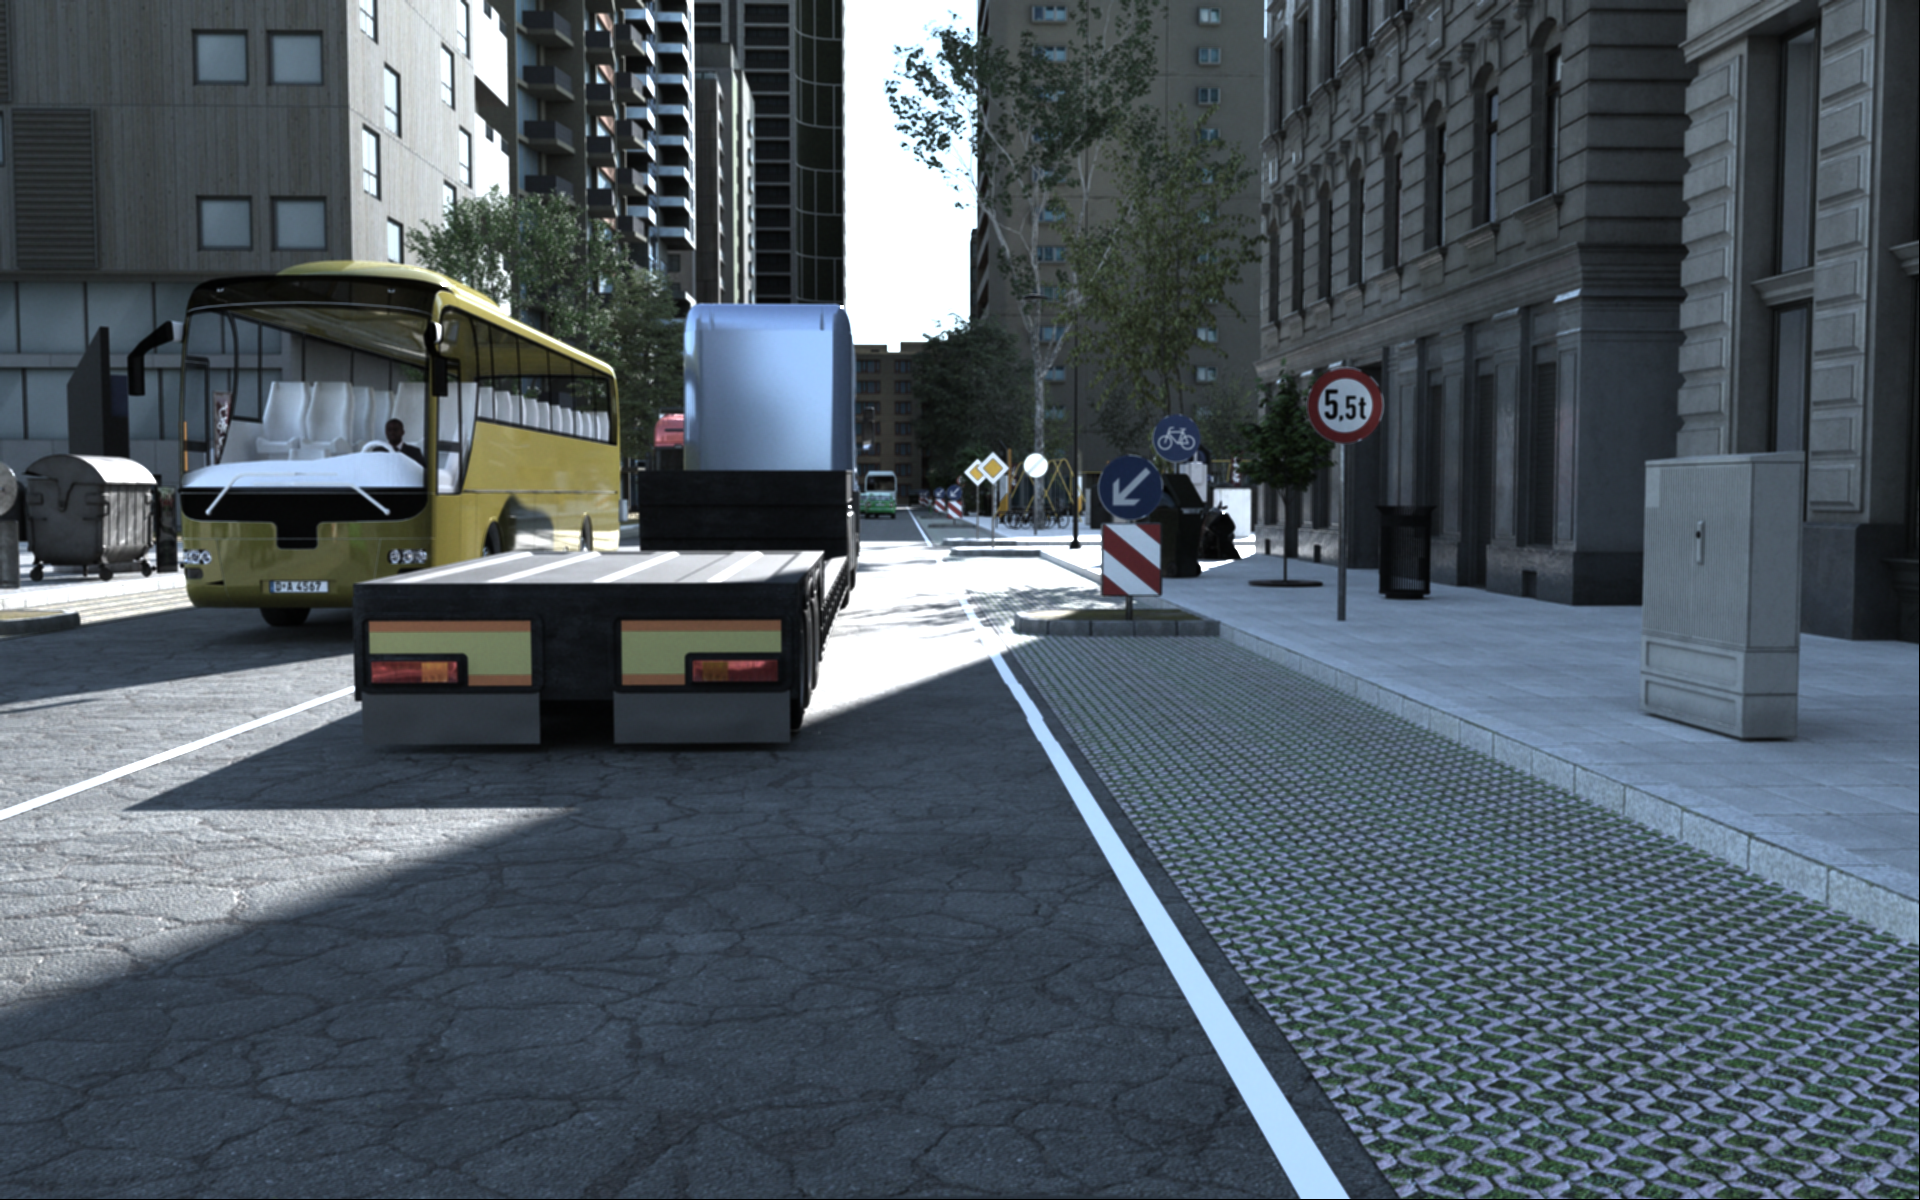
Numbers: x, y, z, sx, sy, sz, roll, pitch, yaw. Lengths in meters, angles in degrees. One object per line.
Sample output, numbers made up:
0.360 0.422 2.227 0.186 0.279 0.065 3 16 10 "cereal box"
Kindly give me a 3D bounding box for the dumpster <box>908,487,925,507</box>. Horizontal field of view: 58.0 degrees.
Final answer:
-4.926 -11.815 198.124 1.985 2.255 1.502 0 4 -3 "dumpster"

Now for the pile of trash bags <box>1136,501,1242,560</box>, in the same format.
4.476 -1.556 35.196 1.912 1.369 3.447 0 4 -5 "pile of trash bags"

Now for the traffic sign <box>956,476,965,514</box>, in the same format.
0.158 -6.767 110.743 0.768 2.556 0.104 0 4 7 "traffic sign"

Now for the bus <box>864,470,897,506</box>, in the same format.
-6.685 -9.241 145.952 2.948 3.499 13.247 0 4 -3 "bus"

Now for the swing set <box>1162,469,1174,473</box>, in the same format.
14.086 -6.827 109.238 3.119 2.851 2.862 2 4 34 "swing set"

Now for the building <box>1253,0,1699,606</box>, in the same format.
11.396 -10.957 28.302 9.793 20.994 18.267 0 4 -2 "building"

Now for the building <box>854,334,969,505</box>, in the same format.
0.314 -23.197 224.318 28.899 21.520 27.650 0 4 -2 "building"

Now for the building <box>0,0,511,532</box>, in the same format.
-34.040 -29.340 68.952 28.713 52.752 27.495 0 4 -2 "building"

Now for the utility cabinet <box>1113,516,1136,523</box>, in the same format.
3.124 -1.487 32.987 0.318 1.500 1.173 1 4 12 "utility cabinet"

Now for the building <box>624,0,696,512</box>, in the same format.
-31.781 -50.421 137.053 22.319 86.520 31.000 0 4 -2 "building"

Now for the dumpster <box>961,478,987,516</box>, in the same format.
0.806 -5.977 100.224 1.502 2.255 1.985 0 4 -2 "dumpster"

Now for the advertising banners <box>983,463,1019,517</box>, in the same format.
2.298 -6.197 97.513 2.074 3.025 0.090 1 4 16 "advertising banners"

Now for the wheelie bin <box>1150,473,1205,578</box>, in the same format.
3.292 -1.149 26.700 0.693 1.594 0.980 3 5 44 "wheelie bin"

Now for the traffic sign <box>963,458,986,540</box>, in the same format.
0.494 -2.756 48.702 0.795 2.450 0.064 0 4 -2 "traffic sign"

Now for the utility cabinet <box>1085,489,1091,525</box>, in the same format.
5.406 -3.862 71.828 0.318 1.500 1.173 1 4 10 "utility cabinet"

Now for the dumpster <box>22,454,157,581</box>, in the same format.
-13.115 -1.246 26.134 1.264 1.857 1.865 0 4 -2 "dumpster"

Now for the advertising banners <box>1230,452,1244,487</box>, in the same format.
10.304 -4.472 69.300 2.074 3.025 0.090 1 4 12 "advertising banners"

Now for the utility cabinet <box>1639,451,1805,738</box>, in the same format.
4.136 -0.050 9.491 0.318 1.500 1.173 0 4 -4 "utility cabinet"

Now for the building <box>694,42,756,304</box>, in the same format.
-33.090 -34.257 183.797 21.600 48.544 21.300 0 4 -2 "building"

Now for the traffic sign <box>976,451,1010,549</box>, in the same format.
0.774 -2.268 40.721 0.795 2.450 0.064 0 4 -2 "traffic sign"

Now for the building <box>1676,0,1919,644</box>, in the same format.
12.779 -11.018 9.029 11.050 23.489 19.941 0 4 -2 "building"

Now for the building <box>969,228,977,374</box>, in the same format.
7.968 -25.574 189.839 14.160 30.474 14.107 0 4 -2 "building"

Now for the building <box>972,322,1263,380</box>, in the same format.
15.555 -19.808 168.901 27.650 21.520 28.899 0 4 -2 "building"

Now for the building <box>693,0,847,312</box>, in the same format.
-24.816 -47.710 218.304 20.611 71.187 20.563 0 4 -2 "building"

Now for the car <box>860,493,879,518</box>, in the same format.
-5.882 -5.987 106.678 1.959 1.807 4.718 0 4 -3 "car"

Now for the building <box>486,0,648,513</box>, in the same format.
-31.301 -27.572 105.427 22.147 44.769 28.867 0 4 -2 "building"

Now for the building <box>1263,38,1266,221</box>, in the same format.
44.316 -41.549 221.317 28.212 58.520 21.231 0 4 -2 "building"

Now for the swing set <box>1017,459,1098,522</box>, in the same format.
4.368 -4.911 77.923 2.862 2.851 3.119 0 4 -8 "swing set"

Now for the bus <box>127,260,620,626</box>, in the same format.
-6.512 -1.869 22.110 2.896 3.916 12.252 0 4 -3 "bus"

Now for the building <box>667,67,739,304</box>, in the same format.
-28.234 -29.204 161.074 14.154 41.232 14.086 0 4 -2 "building"

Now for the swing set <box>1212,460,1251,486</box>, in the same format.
12.466 -5.066 80.443 3.119 2.851 2.862 1 4 21 "swing set"

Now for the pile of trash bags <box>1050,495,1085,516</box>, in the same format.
6.485 -5.649 102.105 1.912 1.369 3.447 1 4 17 "pile of trash bags"

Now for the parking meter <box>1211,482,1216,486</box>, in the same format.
12.195 -4.787 83.977 0.255 1.863 0.399 3 4 39 "parking meter"

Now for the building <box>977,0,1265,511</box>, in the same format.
12.477 -31.735 142.576 21.300 48.544 21.600 0 4 -2 "building"

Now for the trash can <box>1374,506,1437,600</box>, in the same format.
5.460 -0.587 21.245 0.748 1.137 0.748 0 3 0 "trash can"

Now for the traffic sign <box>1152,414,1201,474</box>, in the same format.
3.459 -1.690 27.736 0.768 2.556 0.104 0 4 8 "traffic sign"

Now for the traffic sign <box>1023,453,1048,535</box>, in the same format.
2.360 -3.298 54.029 0.768 2.556 0.104 0 4 2 "traffic sign"

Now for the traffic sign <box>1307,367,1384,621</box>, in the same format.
3.870 -1.063 17.488 0.768 2.556 0.104 0 4 3 "traffic sign"

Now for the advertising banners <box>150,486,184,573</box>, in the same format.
-12.767 -2.001 28.899 0.090 3.025 2.074 1 4 15 "advertising banners"

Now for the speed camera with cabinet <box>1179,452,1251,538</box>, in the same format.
7.470 -3.446 50.685 2.038 3.252 0.660 -1 4 -12 "speed camera with cabinet"

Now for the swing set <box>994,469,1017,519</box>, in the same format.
3.158 -5.265 83.704 2.862 2.851 3.119 0 4 -6 "swing set"
